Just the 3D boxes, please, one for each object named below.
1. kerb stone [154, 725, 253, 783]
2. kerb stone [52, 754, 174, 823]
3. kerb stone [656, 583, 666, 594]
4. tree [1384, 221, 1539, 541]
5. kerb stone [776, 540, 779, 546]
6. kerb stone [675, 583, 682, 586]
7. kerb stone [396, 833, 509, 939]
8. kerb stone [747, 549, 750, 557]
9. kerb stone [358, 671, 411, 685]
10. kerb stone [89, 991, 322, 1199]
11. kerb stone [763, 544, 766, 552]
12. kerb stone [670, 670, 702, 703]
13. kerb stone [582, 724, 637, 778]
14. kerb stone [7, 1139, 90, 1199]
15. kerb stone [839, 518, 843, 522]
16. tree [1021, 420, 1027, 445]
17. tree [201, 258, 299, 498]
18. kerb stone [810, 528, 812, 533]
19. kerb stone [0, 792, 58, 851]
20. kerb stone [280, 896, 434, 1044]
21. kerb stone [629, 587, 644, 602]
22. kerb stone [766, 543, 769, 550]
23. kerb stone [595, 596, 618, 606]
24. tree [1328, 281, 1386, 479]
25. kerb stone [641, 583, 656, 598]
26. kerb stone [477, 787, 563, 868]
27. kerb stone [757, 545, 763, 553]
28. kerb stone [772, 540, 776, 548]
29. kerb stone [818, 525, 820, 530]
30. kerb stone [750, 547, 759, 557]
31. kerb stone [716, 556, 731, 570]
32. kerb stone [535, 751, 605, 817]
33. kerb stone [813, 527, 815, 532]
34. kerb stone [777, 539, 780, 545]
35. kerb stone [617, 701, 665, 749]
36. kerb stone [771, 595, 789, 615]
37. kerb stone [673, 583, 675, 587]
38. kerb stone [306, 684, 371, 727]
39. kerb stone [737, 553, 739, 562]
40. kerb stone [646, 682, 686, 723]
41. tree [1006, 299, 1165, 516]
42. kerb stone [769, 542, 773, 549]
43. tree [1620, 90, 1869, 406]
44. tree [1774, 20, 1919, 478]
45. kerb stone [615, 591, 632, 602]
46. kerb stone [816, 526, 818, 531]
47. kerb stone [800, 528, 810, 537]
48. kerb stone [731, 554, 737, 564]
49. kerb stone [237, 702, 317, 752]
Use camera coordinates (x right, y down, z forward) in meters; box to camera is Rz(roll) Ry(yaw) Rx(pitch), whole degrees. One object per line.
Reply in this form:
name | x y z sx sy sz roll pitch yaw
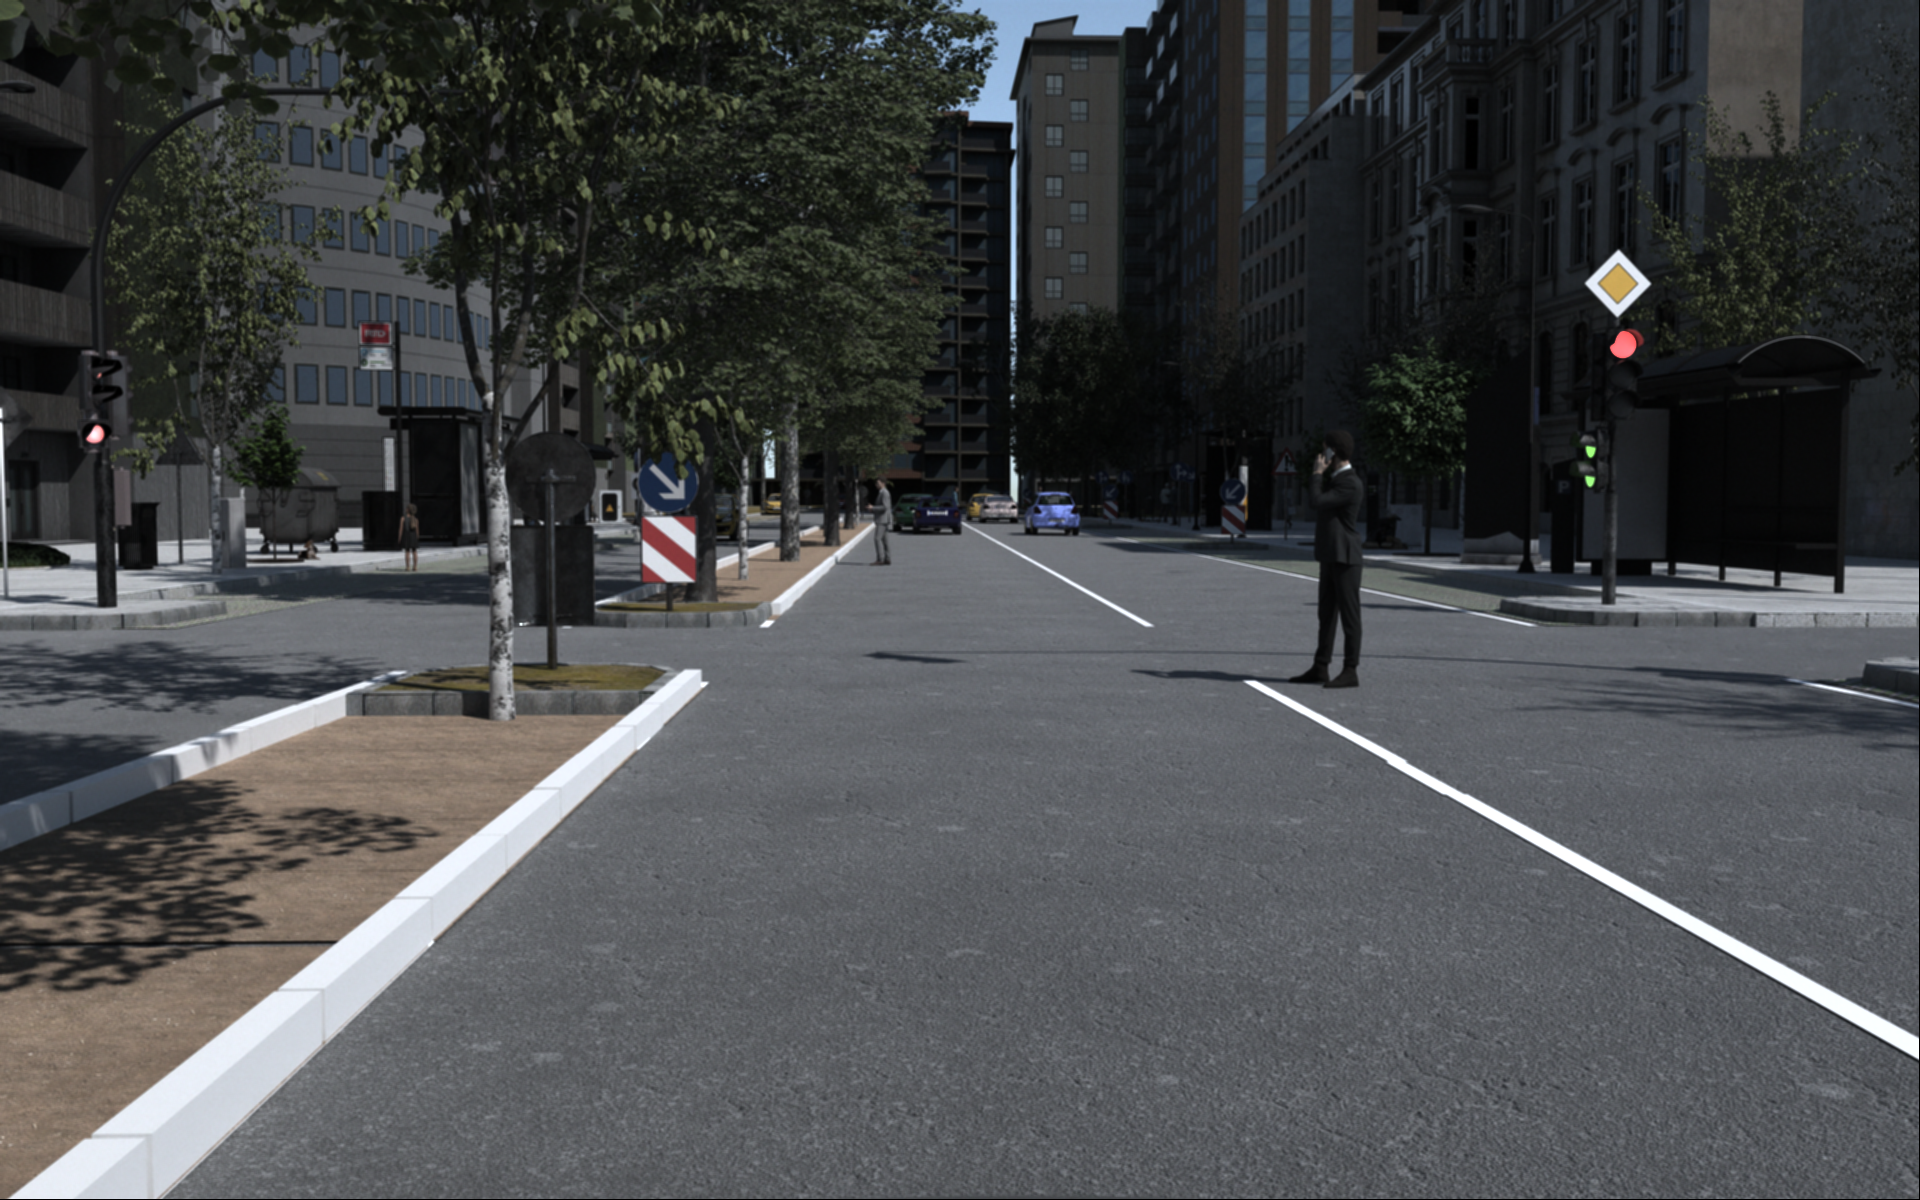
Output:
kerb stone | -3.945 0.808 9.020 0.120 0.150 1.000 0 4 -2
kerb stone | -3.912 0.870 7.990 0.120 0.150 1.000 0 4 -2
kerb stone | -4.401 -0.166 24.913 0.120 0.150 1.000 0 4 -2
tree | 13.818 -5.944 47.549 4.360 8.622 3.978 0 3 0
kerb stone | -5.026 -1.475 46.452 0.120 0.150 1.000 0 4 -2
kerb stone | -4.462 -0.287 26.966 0.120 0.150 1.000 0 4 -2
kerb stone | -1.755 0.989 6.018 0.120 0.150 1.000 0 4 -2
kerb stone | -4.800 -0.981 38.257 0.120 0.150 1.000 0 4 -2
kerb stone | -4.029 0.620 12.091 0.120 0.150 1.000 0 4 -2
kerb stone | -1.694 1.114 3.974 0.120 0.150 1.000 0 4 -2
kerb stone | -4.913 -1.232 42.357 0.120 0.150 1.000 0 4 -2
kerb stone | -1.935 0.614 12.162 0.120 0.150 1.000 0 4 -2
kerb stone | -1.849 0.806 9.093 0.120 0.150 1.000 0 4 -2
kerb stone | -1.667 1.177 2.953 0.120 0.150 1.000 0 4 -2
kerb stone | -6.391 -4.368 93.620 0.120 0.150 1.000 0 4 -2
tree | 7.446 -11.034 114.813 7.601 10.594 8.767 1 4 11
tree | -22.492 -6.318 53.666 4.360 8.622 3.978 0 3 0
kerb stone | -5.468 -2.423 61.808 0.120 0.150 1.000 0 4 -2
kerb stone | -3.886 0.931 6.969 0.120 0.150 1.000 0 4 -2
kerb stone | -1.723 1.053 4.996 0.120 0.150 1.000 0 4 -2
kerb stone | -4.343 -0.041 22.870 0.120 0.150 1.000 0 4 -2
kerb stone | -4.937 -1.296 43.380 0.120 0.150 1.000 0 4 -2
kerb stone | -4.288 0.090 20.819 0.120 0.150 1.000 0 4 -2
tree | 14.353 -6.586 58.037 4.360 8.622 3.978 0 3 0
kerb stone | -4.369 -0.104 23.892 0.120 0.150 1.000 0 4 -2
kerb stone | -1.787 0.930 7.043 0.120 0.150 1.000 0 4 -2
kerb stone | -4.877 -1.168 41.335 0.120 0.150 1.000 0 4 -2
kerb stone | -4.993 -1.421 45.430 0.120 0.150 1.000 0 4 -2
kerb stone | -5.614 -2.737 66.942 0.120 0.150 1.000 0 4 -2
kerb stone | -4.849 -1.108 40.310 0.120 0.150 1.000 0 4 -2
kerb stone | -4.671 -0.731 34.150 0.120 0.150 1.000 0 4 -2
kerb stone | -1.818 0.864 8.071 0.120 0.150 1.000 0 4 -2
kerb stone | -5.531 -2.548 63.860 0.120 0.150 1.000 0 4 -2
kerb stone | -5.055 -1.546 47.478 0.120 0.150 1.000 0 4 -2
kerb stone | -1.873 0.740 10.115 0.120 0.150 1.000 0 4 -2
kerb stone | -2.186 0.080 20.882 0.120 0.150 1.000 0 4 -2
kerb stone | -4.436 -0.229 25.944 0.120 0.150 1.000 0 4 -2
kerb stone | -3.994 0.681 11.063 0.120 0.150 1.000 0 4 -2
kerb stone | -4.725 -0.854 36.206 0.120 0.150 1.000 0 4 -2
kerb stone | -1.904 0.676 11.141 0.120 0.150 1.000 0 4 -2
tree | 7.438 -11.324 102.147 9.611 12.733 9.660 0 3 0
kerb stone | -4.966 -1.358 44.402 0.120 0.150 1.000 0 4 -2
tree | 14.184 -4.933 31.018 4.737 8.622 4.395 0 3 0
tree | 14.498 -4.614 25.807 4.360 8.622 3.978 0 3 0
kerb stone | -4.305 0.022 21.841 0.120 0.150 1.000 0 4 -2
kerb stone | -5.597 -2.674 65.920 0.120 0.150 1.000 0 4 -2
kerb stone | -5.441 -2.359 60.786 0.120 0.150 1.000 0 4 -2
kerb stone | -4.699 -0.793 35.180 0.120 0.150 1.000 0 4 -2
kerb stone | -3.977 0.743 10.041 0.120 0.150 1.000 0 4 -2
